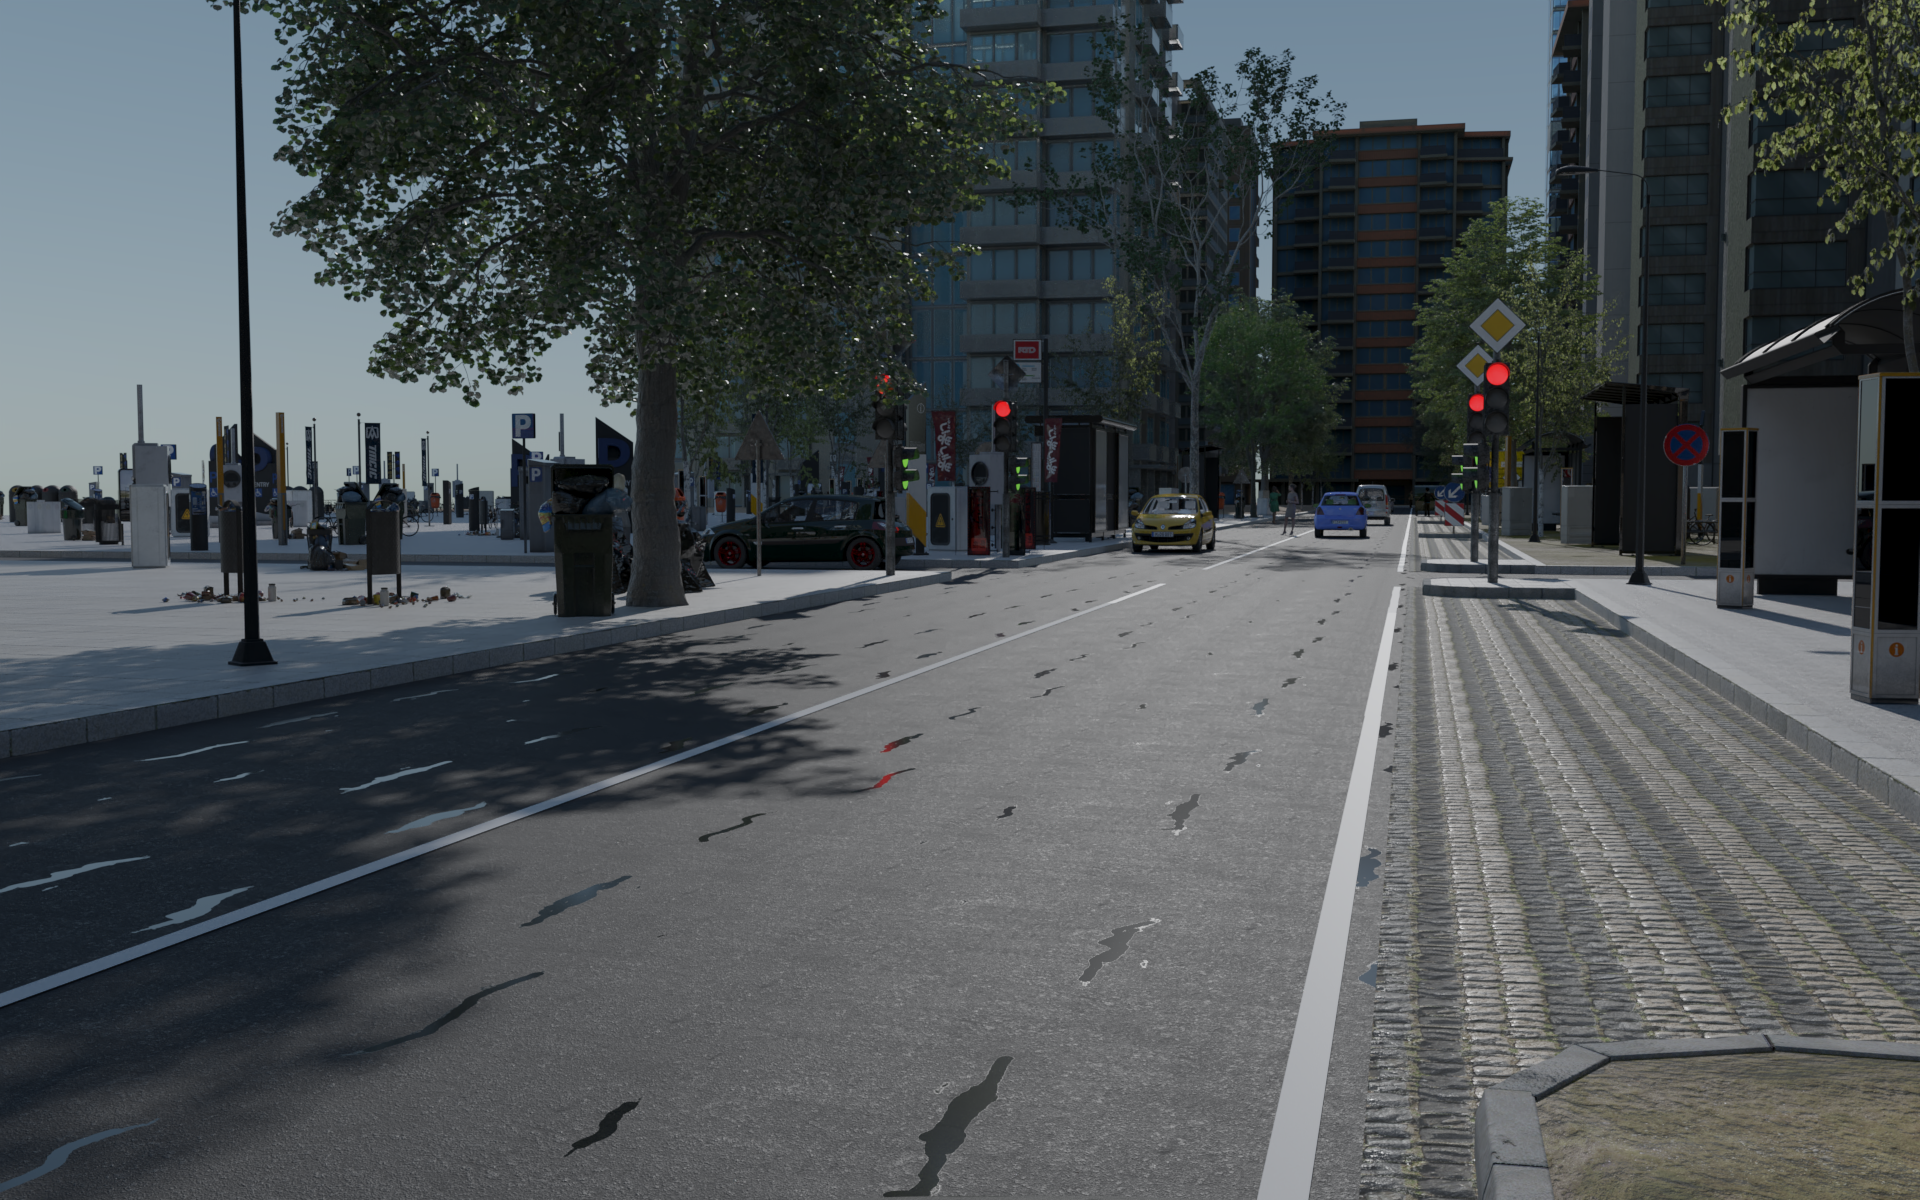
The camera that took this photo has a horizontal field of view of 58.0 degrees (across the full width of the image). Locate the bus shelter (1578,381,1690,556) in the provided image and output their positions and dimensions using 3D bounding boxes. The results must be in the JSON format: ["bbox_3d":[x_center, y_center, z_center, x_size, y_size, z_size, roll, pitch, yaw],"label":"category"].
[{"bbox_3d":[14.990,-2.905,38.772,1.731,3.624,6.357,1,4,15],"label":"bus shelter"}]

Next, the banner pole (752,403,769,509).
[{"bbox_3d":[-5.468,-3.532,47.765,0.401,3.779,0.863,2,4,34],"label":"banner pole"}]

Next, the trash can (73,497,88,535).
[{"bbox_3d":[-27.702,-2.643,54.873,0.748,1.137,0.748,0,3,0],"label":"trash can"}]

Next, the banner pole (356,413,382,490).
[{"bbox_3d":[-18.241,-3.874,53.350,0.863,3.779,0.401,-1,4,-22],"label":"banner pole"}]

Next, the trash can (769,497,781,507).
[{"bbox_3d":[-8.933,-4.375,83.184,0.748,1.137,0.748,0,3,0],"label":"trash can"}]

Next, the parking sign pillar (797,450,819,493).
[{"bbox_3d":[-9.229,-7.150,105.368,1.447,3.967,1.447,-3,4,-36],"label":"parking sign pillar"}]

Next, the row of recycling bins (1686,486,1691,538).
[{"bbox_3d":[20.769,-2.675,50.842,1.069,1.692,3.534,1,4,18],"label":"row of recycling bins"}]

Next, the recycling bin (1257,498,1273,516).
[{"bbox_3d":[18.327,-5.596,104.053,0.722,1.027,0.722,3,5,43],"label":"recycling bin"}]

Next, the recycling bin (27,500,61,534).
[{"bbox_3d":[-29.971,-2.698,56.668,0.722,1.027,0.722,1,4,17],"label":"recycling bin"}]

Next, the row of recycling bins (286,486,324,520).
[{"bbox_3d":[-33.597,-4.917,87.501,3.534,1.692,1.069,2,4,24],"label":"row of recycling bins"}]

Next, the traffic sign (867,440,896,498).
[{"bbox_3d":[-1.494,-2.157,35.270,0.884,2.594,0.081,1,4,19],"label":"traffic sign"}]

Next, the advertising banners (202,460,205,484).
[{"bbox_3d":[-39.502,-5.740,90.035,0.090,3.025,2.074,-2,4,-35],"label":"advertising banners"}]

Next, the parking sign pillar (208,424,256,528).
[{"bbox_3d":[-27.955,-4.727,65.764,1.447,3.967,1.447,1,4,11],"label":"parking sign pillar"}]

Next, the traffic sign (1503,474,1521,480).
[{"bbox_3d":[25.416,-4.811,79.853,0.795,2.450,0.064,1,4,20],"label":"traffic sign"}]

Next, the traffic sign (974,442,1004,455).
[{"bbox_3d":[0.694,-2.564,42.029,0.768,2.556,0.104,1,4,18],"label":"traffic sign"}]

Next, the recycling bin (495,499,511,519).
[{"bbox_3d":[-23.605,-4.721,89.746,0.722,1.027,0.722,1,4,14],"label":"recycling bin"}]

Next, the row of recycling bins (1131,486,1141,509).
[{"bbox_3d":[8.747,-5.190,91.967,1.069,1.692,3.534,-1,4,-11],"label":"row of recycling bins"}]

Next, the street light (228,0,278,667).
[{"bbox_3d":[-4.809,-2.458,12.734,1.470,5.913,1.316,1,4,15],"label":"street light"}]

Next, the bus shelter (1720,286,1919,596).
[{"bbox_3d":[10.068,-1.564,19.492,2.014,3.302,5.546,1,4,15],"label":"bus shelter"}]

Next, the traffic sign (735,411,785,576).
[{"bbox_3d":[-3.140,-1.652,27.018,0.884,2.594,0.081,2,4,23],"label":"traffic sign"}]

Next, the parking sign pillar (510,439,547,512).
[{"bbox_3d":[-21.119,-5.843,84.007,1.447,3.967,1.447,0,4,7],"label":"parking sign pillar"}]

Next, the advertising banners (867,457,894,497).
[{"bbox_3d":[-3.793,-5.270,82.357,0.090,3.025,2.074,3,4,36],"label":"advertising banners"}]

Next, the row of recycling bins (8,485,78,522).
[{"bbox_3d":[-41.896,-4.409,79.203,3.534,1.692,1.069,1,4,14],"label":"row of recycling bins"}]

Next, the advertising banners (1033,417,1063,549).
[{"bbox_3d":[1.546,-2.690,40.173,2.074,3.025,0.090,3,5,41],"label":"advertising banners"}]

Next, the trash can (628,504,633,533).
[{"bbox_3d":[-10.613,-2.749,56.606,0.748,1.137,0.748,0,3,0],"label":"trash can"}]

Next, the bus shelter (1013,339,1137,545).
[{"bbox_3d":[3.087,-4.260,47.279,2.179,5.291,8.768,1,4,15],"label":"bus shelter"}]

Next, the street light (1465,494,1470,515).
[{"bbox_3d":[22.418,-6.284,75.289,1.470,5.913,1.316,1,4,15],"label":"street light"}]

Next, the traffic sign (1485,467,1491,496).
[{"bbox_3d":[23.687,-4.763,77.983,0.768,2.556,0.104,1,4,21],"label":"traffic sign"}]

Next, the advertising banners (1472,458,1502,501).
[{"bbox_3d":[24.285,-5.059,78.903,2.074,3.025,0.090,2,4,31],"label":"advertising banners"}]

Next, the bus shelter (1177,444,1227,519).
[{"bbox_3d":[11.876,-5.727,84.912,1.731,3.624,6.357,1,4,15],"label":"bus shelter"}]

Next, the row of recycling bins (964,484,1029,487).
[{"bbox_3d":[1.575,-4.175,75.375,3.534,1.692,1.069,2,4,32],"label":"row of recycling bins"}]

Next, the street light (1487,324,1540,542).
[{"bbox_3d":[14.824,-4.507,46.222,1.470,5.913,1.316,1,4,15],"label":"street light"}]

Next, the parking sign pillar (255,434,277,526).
[{"bbox_3d":[-28.656,-5.045,70.956,1.447,3.967,1.447,1,4,11],"label":"parking sign pillar"}]

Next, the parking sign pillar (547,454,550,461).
[{"bbox_3d":[-27.883,-7.804,116.062,1.447,3.967,1.447,0,4,5],"label":"parking sign pillar"}]

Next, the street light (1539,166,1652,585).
[{"bbox_3d":[9.122,-3.181,24.556,1.470,5.913,1.316,1,4,15],"label":"street light"}]

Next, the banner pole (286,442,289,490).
[{"bbox_3d":[-32.646,-5.732,83.739,0.401,3.779,0.863,1,4,19],"label":"banner pole"}]

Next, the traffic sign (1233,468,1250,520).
[{"bbox_3d":[14.117,-5.314,86.889,0.884,2.594,0.081,1,4,16],"label":"traffic sign"}]

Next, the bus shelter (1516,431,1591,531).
[{"bbox_3d":[19.736,-3.910,57.860,2.014,3.302,5.546,1,4,15],"label":"bus shelter"}]

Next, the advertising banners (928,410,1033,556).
[{"bbox_3d":[0.423,-2.442,36.121,2.074,3.025,0.090,1,4,8],"label":"advertising banners"}]

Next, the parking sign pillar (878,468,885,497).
[{"bbox_3d":[-4.310,-6.759,98.979,1.447,3.967,1.447,1,4,12],"label":"parking sign pillar"}]

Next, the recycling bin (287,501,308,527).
[{"bbox_3d":[-25.817,-3.353,67.382,0.722,1.027,0.722,-2,4,-29],"label":"recycling bin"}]

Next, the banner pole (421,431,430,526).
[{"bbox_3d":[-21.081,-4.793,68.385,0.401,3.779,0.863,0,4,7],"label":"banner pole"}]

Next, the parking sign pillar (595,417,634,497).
[{"bbox_3d":[-12.031,-4.401,60.429,1.447,3.967,1.447,-1,4,-15],"label":"parking sign pillar"}]

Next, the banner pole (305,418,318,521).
[{"bbox_3d":[-21.157,-4.069,56.549,0.401,3.779,0.863,0,4,7],"label":"banner pole"}]

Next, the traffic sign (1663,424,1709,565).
[{"bbox_3d":[13.159,-1.916,31.433,0.768,2.556,0.104,1,4,22],"label":"traffic sign"}]

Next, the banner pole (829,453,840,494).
[{"bbox_3d":[-6.595,-6.230,91.882,0.863,3.779,0.401,2,4,31],"label":"banner pole"}]

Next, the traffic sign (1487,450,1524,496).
[{"bbox_3d":[25.413,-5.286,80.298,2.265,3.308,0.079,1,4,21],"label":"traffic sign"}]

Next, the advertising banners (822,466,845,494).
[{"bbox_3d":[-8.166,-6.896,108.935,2.074,3.025,0.090,-2,4,-26],"label":"advertising banners"}]

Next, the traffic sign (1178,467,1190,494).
[{"bbox_3d":[10.541,-4.937,80.828,0.768,2.556,0.104,1,4,15],"label":"traffic sign"}]
